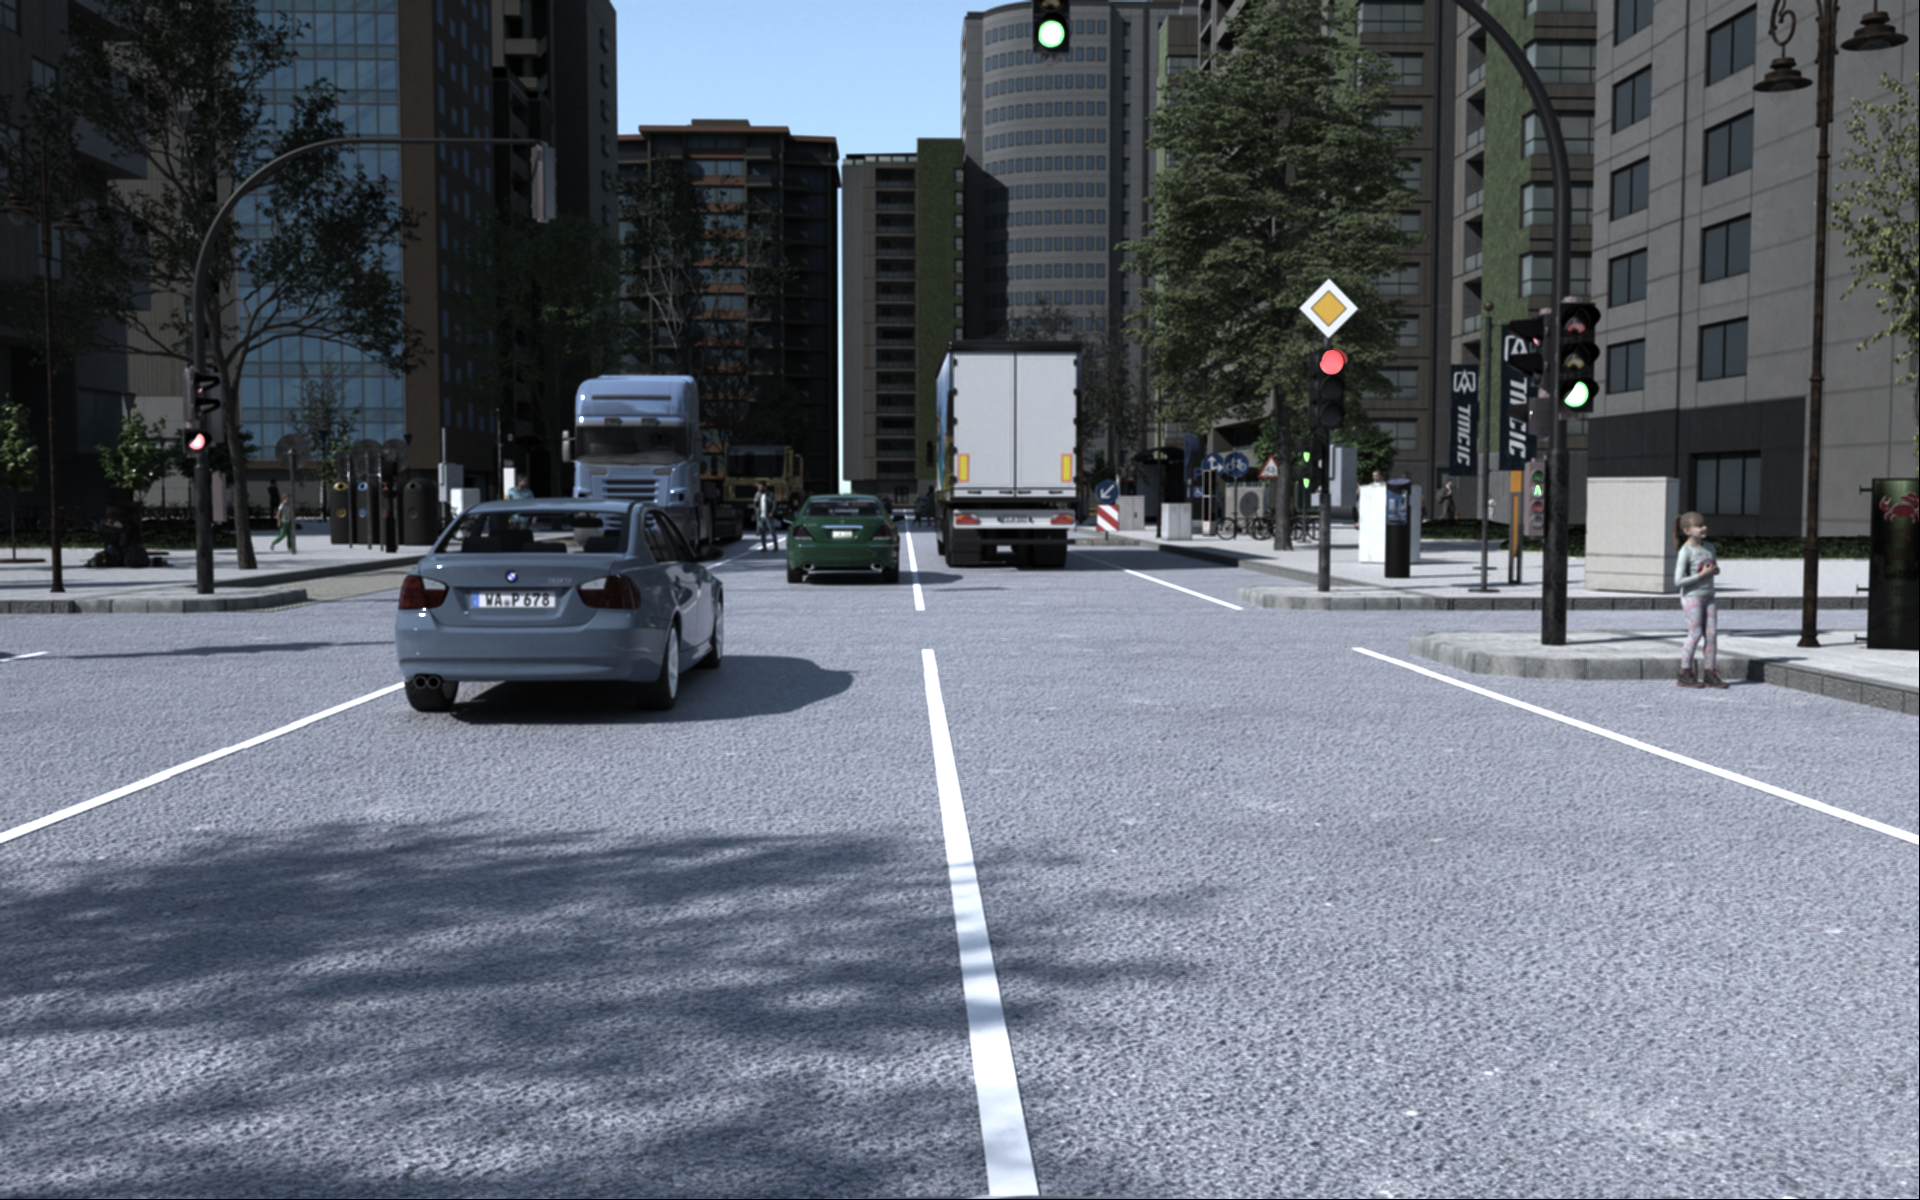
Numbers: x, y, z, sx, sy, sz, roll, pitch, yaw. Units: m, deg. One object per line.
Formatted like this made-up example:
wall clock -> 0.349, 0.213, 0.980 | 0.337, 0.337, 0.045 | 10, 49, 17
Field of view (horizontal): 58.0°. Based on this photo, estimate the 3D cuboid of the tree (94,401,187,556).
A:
tree -> -17.373, -2.557, 36.409 | 1.663, 3.219, 1.824 | 0, 3, 0

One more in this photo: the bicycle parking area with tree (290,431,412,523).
bicycle parking area with tree -> -27.624, -5.752, 81.045 | 9.016, 4.147, 8.231 | 3, 5, 40

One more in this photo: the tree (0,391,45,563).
tree -> -17.835, -2.328, 32.665 | 1.663, 3.219, 1.824 | 0, 3, 0

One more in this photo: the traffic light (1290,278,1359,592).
traffic light -> 4.767, -2.063, 22.656 | 0.839, 4.253, 0.868 | 0, 4, -2

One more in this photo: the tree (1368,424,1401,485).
tree -> 16.990, -5.476, 73.250 | 4.285, 4.588, 4.351 | 0, 3, 0

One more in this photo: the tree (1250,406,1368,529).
tree -> 12.429, -4.943, 64.529 | 4.285, 4.588, 4.351 | 0, 3, 0

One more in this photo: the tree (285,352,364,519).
tree -> -33.395, -8.577, 90.598 | 4.360, 8.622, 3.978 | 0, 3, 0

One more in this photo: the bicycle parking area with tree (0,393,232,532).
bicycle parking area with tree -> -26.111, -3.825, 49.544 | 8.231, 4.147, 9.016 | 1, 4, 17

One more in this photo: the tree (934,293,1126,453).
tree -> 5.059, -11.901, 104.951 | 12.009, 13.543, 11.850 | 0, 3, 0

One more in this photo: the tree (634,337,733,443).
tree -> -13.807, -8.063, 82.196 | 4.360, 8.622, 3.978 | 0, 3, 0

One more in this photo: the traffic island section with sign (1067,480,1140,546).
traffic island section with sign -> 3.938, -2.446, 48.626 | 1.989, 1.847, 2.006 | 0, 4, -2

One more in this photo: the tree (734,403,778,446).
tree -> -16.291, -11.158, 132.787 | 4.360, 8.622, 3.978 | 0, 3, 0

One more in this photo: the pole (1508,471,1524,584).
pole -> 7.951, -1.888, 24.705 | 0.158, 3.312, 0.155 | 0, 3, 0

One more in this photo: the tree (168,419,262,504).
tree -> -29.099, -5.137, 67.710 | 4.285, 4.588, 4.351 | 0, 3, 0

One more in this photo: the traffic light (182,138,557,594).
traffic light -> -7.598, -2.911, 22.262 | 4.771, 5.953, 1.251 | 0, 4, -2

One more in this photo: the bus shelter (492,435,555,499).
bus shelter -> -17.776, -4.916, 71.658 | 1.731, 3.624, 6.357 | 0, 4, -2

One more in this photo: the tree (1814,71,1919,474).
tree -> 16.033, -4.751, 28.044 | 4.737, 8.622, 4.395 | 0, 3, 0

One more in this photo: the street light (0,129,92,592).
street light -> -11.802, -3.039, 22.477 | 0.468, 5.910, 1.993 | 0, 4, -2

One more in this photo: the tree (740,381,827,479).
tree -> -17.889, -15.470, 169.946 | 9.611, 12.733, 9.660 | 0, 3, 0

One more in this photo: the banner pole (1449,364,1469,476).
banner pole -> 8.725, -2.412, 29.458 | 0.863, 3.779, 0.401 | 0, 4, 3

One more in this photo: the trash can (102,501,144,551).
trash can -> -16.658, -1.398, 34.517 | 0.748, 1.137, 0.748 | 0, 3, 0

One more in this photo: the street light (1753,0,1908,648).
street light -> 7.135, -2.544, 14.381 | 0.468, 5.910, 1.993 | 0, 4, -2

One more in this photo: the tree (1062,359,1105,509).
tree -> 5.281, -8.413, 87.911 | 4.737, 8.622, 4.395 | 0, 3, 0

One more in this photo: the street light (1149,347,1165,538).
street light -> 5.845, -4.768, 50.744 | 0.468, 5.910, 1.993 | 0, 4, -2

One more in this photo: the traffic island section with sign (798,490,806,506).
traffic island section with sign -> -13.710, -8.704, 150.944 | 1.989, 1.847, 2.006 | 0, 4, -2

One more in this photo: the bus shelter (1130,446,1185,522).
bus shelter -> 8.752, -5.001, 75.689 | 2.014, 3.302, 5.546 | 0, 4, -2

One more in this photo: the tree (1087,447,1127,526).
tree -> 5.678, -4.622, 70.163 | 1.663, 3.219, 1.824 | 0, 3, 0

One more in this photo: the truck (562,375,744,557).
truck -> -7.462, -3.386, 45.118 | 2.967, 4.110, 18.799 | 0, 4, -3

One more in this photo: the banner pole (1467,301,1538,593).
banner pole -> 7.098, -1.990, 22.557 | 0.863, 3.779, 0.401 | 1, 4, 16

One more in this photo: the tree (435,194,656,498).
tree -> -14.213, -8.236, 60.420 | 9.928, 11.665, 9.643 | 0, 3, 0

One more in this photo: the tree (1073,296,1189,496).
tree -> 6.176, -7.013, 65.021 | 4.360, 8.622, 3.978 | 0, 3, 0

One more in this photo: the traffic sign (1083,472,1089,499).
traffic sign -> 6.911, -5.940, 97.220 | 0.768, 2.556, 0.104 | 0, 4, 5

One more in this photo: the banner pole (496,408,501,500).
banner pole -> -13.361, -3.687, 50.292 | 0.401, 3.779, 0.863 | -1, 4, -17

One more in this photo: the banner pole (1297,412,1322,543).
banner pole -> 9.315, -3.419, 45.916 | 0.863, 3.779, 0.401 | -2, 4, -33

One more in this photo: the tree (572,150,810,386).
tree -> -14.510, -14.579, 94.250 | 12.611, 20.169, 13.585 | 0, 3, 0

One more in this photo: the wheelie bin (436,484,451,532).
wheelie bin -> -16.574, -2.910, 55.478 | 0.693, 1.594, 0.980 | 1, 4, 19

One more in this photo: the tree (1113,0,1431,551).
tree -> 7.016, -7.388, 38.913 | 7.486, 12.596, 7.792 | 0, 3, 0

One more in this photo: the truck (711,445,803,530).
truck -> -8.054, -4.605, 71.222 | 3.469, 3.379, 9.791 | 0, 4, -1

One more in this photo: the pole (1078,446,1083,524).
pole -> 5.164, -4.900, 73.959 | 0.158, 3.312, 0.155 | 0, 3, 0

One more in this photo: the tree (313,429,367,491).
tree -> -18.451, -3.498, 51.791 | 1.663, 3.219, 1.824 | 0, 3, 0

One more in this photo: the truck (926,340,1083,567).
truck -> 0.776, -2.953, 37.194 | 2.839, 4.237, 11.283 | 0, 4, -2

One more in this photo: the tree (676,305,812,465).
tree -> -14.926, -12.375, 112.700 | 12.009, 13.543, 11.850 | 0, 3, 0

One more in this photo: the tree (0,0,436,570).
tree -> -12.495, -5.807, 29.351 | 7.601, 10.594, 8.767 | 1, 4, 12

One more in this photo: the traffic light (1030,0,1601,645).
traffic light -> 2.947, -2.434, 14.464 | 4.771, 5.953, 1.251 | 0, 4, -2
